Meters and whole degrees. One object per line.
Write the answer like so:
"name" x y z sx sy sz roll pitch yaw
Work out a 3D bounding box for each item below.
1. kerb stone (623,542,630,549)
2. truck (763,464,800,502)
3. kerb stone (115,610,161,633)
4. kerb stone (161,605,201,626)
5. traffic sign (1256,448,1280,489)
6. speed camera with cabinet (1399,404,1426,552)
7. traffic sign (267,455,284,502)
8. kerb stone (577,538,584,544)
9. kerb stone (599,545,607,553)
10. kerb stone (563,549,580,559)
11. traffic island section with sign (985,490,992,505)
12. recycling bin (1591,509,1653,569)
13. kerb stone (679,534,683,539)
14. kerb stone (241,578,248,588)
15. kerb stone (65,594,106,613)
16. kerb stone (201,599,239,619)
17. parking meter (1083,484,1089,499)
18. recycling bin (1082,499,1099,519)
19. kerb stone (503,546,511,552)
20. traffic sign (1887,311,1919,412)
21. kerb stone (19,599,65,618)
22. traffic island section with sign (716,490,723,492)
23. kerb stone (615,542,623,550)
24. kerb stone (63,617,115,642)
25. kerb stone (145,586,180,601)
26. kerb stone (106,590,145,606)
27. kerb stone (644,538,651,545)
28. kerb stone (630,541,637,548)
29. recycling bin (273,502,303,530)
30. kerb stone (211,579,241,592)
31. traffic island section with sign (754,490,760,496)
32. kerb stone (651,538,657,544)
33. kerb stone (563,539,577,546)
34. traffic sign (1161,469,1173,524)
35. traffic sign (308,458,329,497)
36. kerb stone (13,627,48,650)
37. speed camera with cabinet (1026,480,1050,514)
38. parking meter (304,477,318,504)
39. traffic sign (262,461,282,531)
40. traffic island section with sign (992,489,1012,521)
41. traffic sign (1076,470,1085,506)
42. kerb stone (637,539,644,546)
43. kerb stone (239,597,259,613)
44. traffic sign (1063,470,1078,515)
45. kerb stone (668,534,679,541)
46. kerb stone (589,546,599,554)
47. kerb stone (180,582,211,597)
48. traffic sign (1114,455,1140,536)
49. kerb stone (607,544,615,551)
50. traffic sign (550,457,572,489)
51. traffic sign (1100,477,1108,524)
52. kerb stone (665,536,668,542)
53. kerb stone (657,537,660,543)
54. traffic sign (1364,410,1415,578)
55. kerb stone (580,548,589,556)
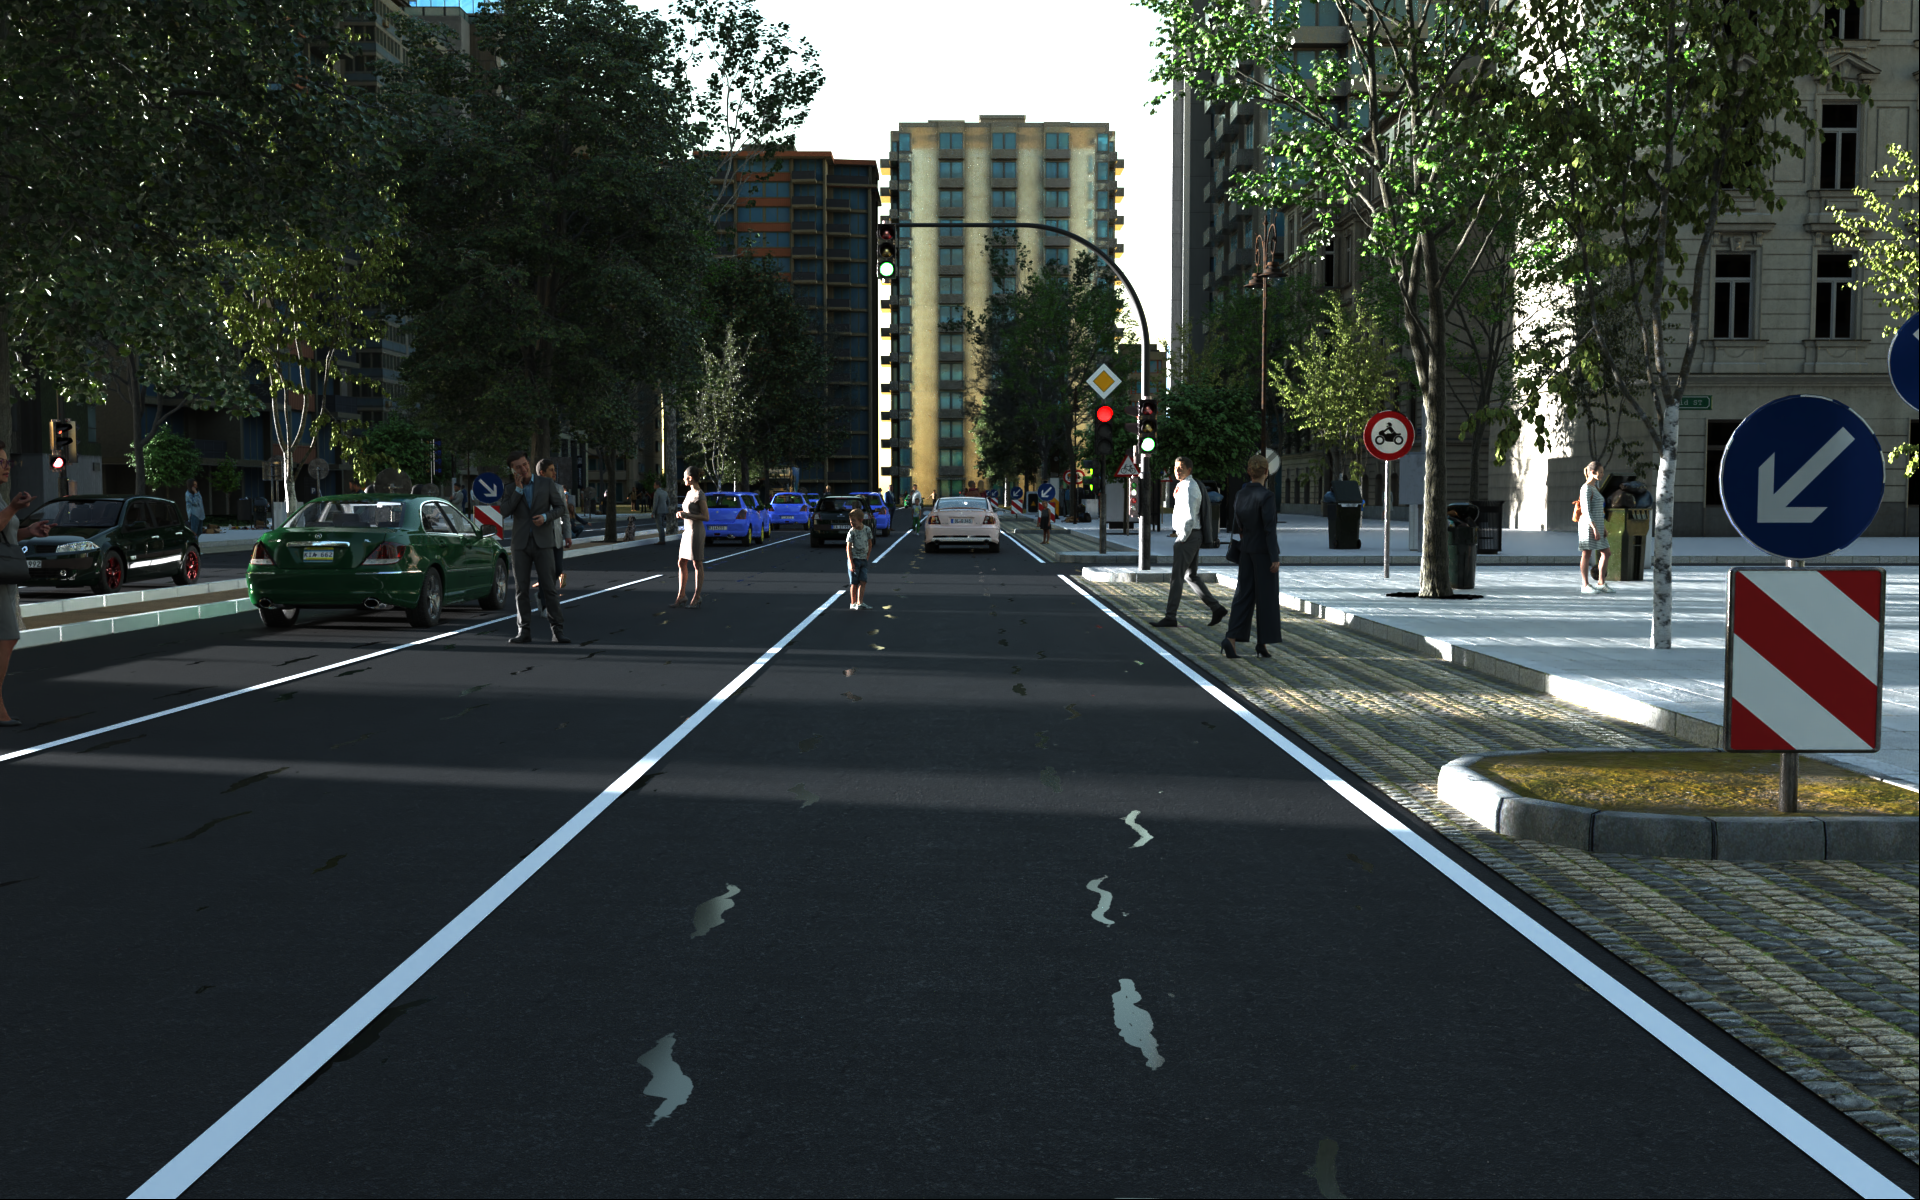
"kerb stone" -8.879 -1.425 45.491 0.120 0.150 1.000 0 4 0
"truck" -16.991 -10.827 165.927 2.839 4.237 11.283 0 4 -1
"kerb stone" -8.748 0.240 18.270 0.120 0.150 1.000 0 4 0
"kerb stone" -8.760 0.177 19.298 0.120 0.150 1.000 0 4 0
"traffic sign" 8.536 -2.948 48.304 0.768 2.556 0.104 0 4 6
"speed camera with cabinet" 10.353 -2.724 38.876 0.660 3.252 2.038 2 4 27
"traffic sign" -22.347 -3.462 56.707 0.768 2.556 0.104 0 3 0
"kerb stone" -10.996 -1.675 49.585 0.120 0.150 1.000 0 4 0
"kerb stone" -8.865 -1.236 42.399 0.120 0.150 1.000 0 4 0
"kerb stone" -8.847 -1.046 39.326 0.120 0.150 1.000 0 4 0
"traffic island section with sign" 2.619 -7.982 139.126 1.989 1.847 2.006 0 4 0
"recycling bin" 11.381 -1.054 29.783 0.722 1.027 0.722 -2 4 -32
"kerb stone" -8.918 -1.988 54.713 0.120 0.150 1.000 0 4 0
"kerb stone" -10.894 -0.260 26.496 0.120 0.150 1.000 0 4 0
"kerb stone" -10.868 0.051 21.367 0.120 0.150 1.000 0 4 0
"kerb stone" -8.756 0.115 20.320 0.120 0.150 1.000 0 4 0
"parking meter" 6.660 -5.242 91.412 0.255 1.863 0.399 -1 4 -14
"recycling bin" 6.595 -4.601 87.784 0.722 1.027 0.722 -1 4 -12
"kerb stone" -10.968 -1.234 42.400 0.120 0.150 1.000 0 4 0
"traffic sign" 6.599 -0.705 11.641 0.768 2.556 0.104 1 4 9
"kerb stone" -10.862 0.117 20.346 0.120 0.150 1.000 0 4 0
"traffic island section with sign" -19.409 -8.024 139.817 1.989 1.847 2.006 0 4 0
"kerb stone" -8.873 -1.352 44.457 0.120 0.150 1.000 0 4 0
"kerb stone" -8.748 0.303 17.248 0.120 0.150 1.000 0 4 0
"kerb stone" -10.873 -0.069 23.421 0.120 0.150 1.000 0 4 0
"kerb stone" -10.868 -0.012 22.394 0.120 0.150 1.000 0 4 0
"kerb stone" -8.893 -1.611 48.575 0.120 0.150 1.000 0 4 0
"kerb stone" -8.888 -1.485 46.519 0.120 0.150 1.000 0 4 0
"recycling bin" -21.652 -2.648 55.843 0.722 1.027 0.722 3 5 44
"kerb stone" -10.883 -0.197 25.465 0.120 0.150 1.000 0 4 0
"traffic island section with sign" -19.534 -9.672 166.772 1.989 1.847 2.006 0 4 0
"kerb stone" -8.902 -1.676 49.598 0.120 0.150 1.000 0 4 0
"kerb stone" -10.990 -1.613 48.563 0.120 0.150 1.000 0 4 0
"traffic sign" 8.743 -4.577 74.843 0.884 2.594 0.081 0 4 6
"traffic sign" -22.640 -3.732 61.127 0.768 2.556 0.104 0 4 3
"kerb stone" -8.748 0.365 16.226 0.120 0.150 1.000 0 4 0
"speed camera with cabinet" 5.210 -7.012 108.989 2.038 3.252 0.660 1 4 11
"parking meter" -22.542 -3.332 60.184 0.255 1.863 0.399 2 4 27
"traffic sign" -21.050 -3.113 53.024 0.606 2.300 0.079 0 4 2
"traffic island section with sign" 2.847 -5.034 90.941 1.989 1.847 2.006 0 4 0
"traffic sign" 6.183 -5.545 90.760 0.768 2.556 0.104 0 4 4
"kerb stone" -8.891 -1.545 47.548 0.120 0.150 1.000 0 4 0
"kerb stone" -8.766 0.052 21.348 0.120 0.150 1.000 0 4 0
"traffic sign" 5.764 -5.533 90.562 0.768 2.556 0.104 0 4 6
"kerb stone" -8.921 -1.926 53.687 0.120 0.150 1.000 0 4 0
"kerb stone" -8.858 -1.169 41.374 0.120 0.150 1.000 0 4 0
"kerb stone" -10.881 -0.132 24.443 0.120 0.150 1.000 0 4 0
"traffic sign" 5.154 -3.247 53.095 0.884 2.594 0.081 1 4 9
"kerb stone" -8.877 -1.294 43.428 0.120 0.150 1.000 0 4 0
"traffic sign" -22.255 -6.150 94.432 2.265 3.308 0.079 0 4 6
"traffic sign" 6.420 -4.607 75.427 0.768 2.556 0.104 0 4 4
"kerb stone" -8.916 -1.794 51.643 0.120 0.150 1.000 0 4 0
"kerb stone" -8.901 -1.739 50.620 0.120 0.150 1.000 0 4 0
"traffic sign" 6.523 -1.609 26.412 0.768 2.556 0.104 0 4 3
"kerb stone" -8.859 -1.110 40.352 0.120 0.150 1.000 0 4 0
